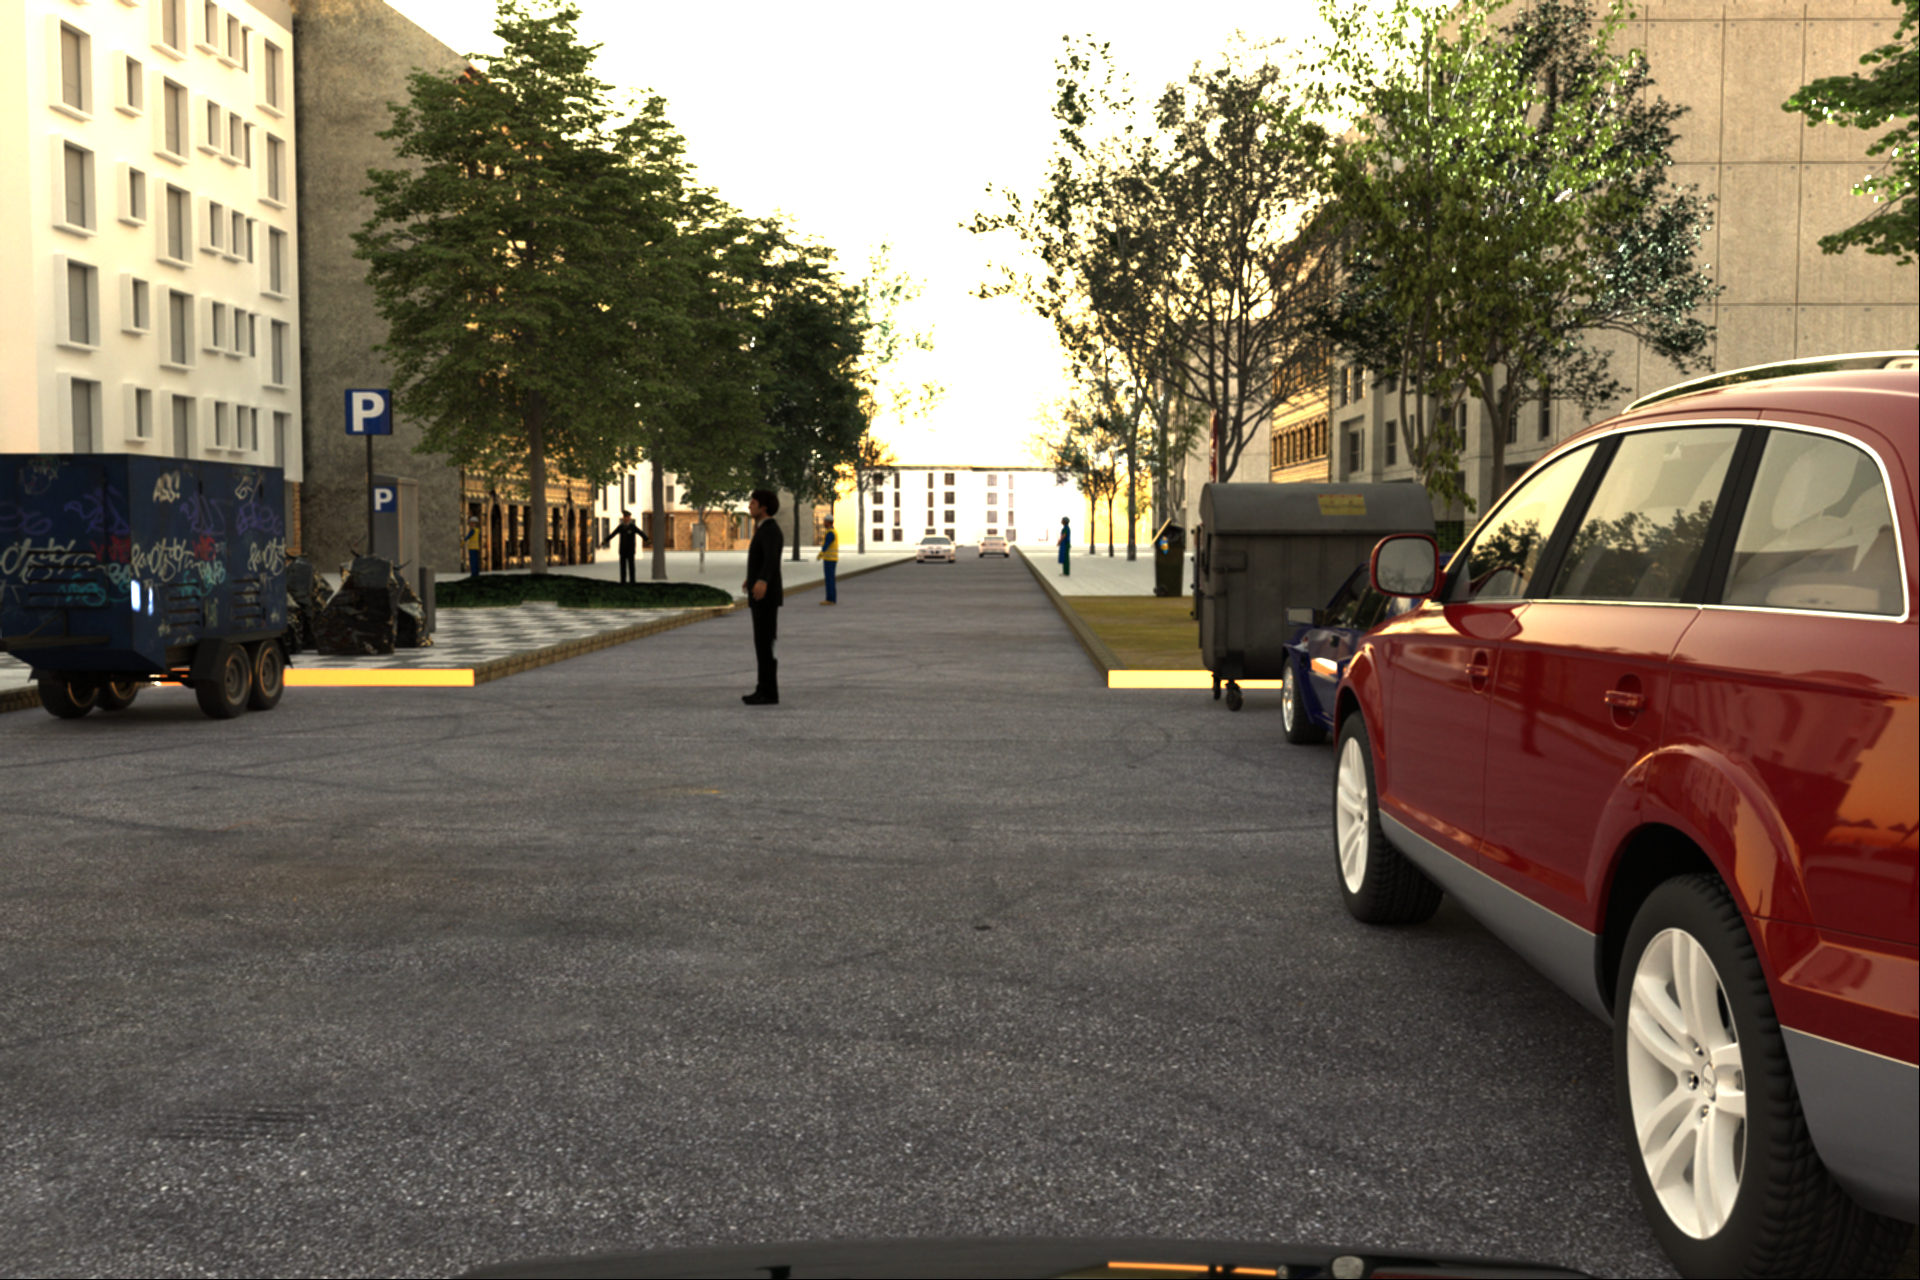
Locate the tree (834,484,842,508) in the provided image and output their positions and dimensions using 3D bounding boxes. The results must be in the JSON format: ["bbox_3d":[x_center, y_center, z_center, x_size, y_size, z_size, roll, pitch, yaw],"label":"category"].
[{"bbox_3d":[-16.265,-16.043,212.668,4.360,8.622,3.978,0,3,0],"label":"tree"}]

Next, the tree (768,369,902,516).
[{"bbox_3d":[-6.617,-9.682,92.716,7.601,10.594,8.767,-1,4,-21],"label":"tree"}]

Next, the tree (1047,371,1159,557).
[{"bbox_3d":[8.236,-9.960,97.266,7.601,10.594,8.767,-2,4,-30],"label":"tree"}]

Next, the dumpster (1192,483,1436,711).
[{"bbox_3d":[2.925,-0.382,14.456,1.865,1.857,1.264,0,4,1],"label":"dumpster"}]

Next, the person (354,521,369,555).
[{"bbox_3d":[-17.644,-2.794,51.874,1.347,1.806,0.705,2,4,35],"label":"person"}]

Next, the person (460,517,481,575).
[{"bbox_3d":[-13.820,-2.599,48.953,0.721,1.772,1.216,1,4,8],"label":"person"}]

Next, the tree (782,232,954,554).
[{"bbox_3d":[-6.450,-15.590,110.778,12.611,20.169,13.585,0,3,0],"label":"tree"}]

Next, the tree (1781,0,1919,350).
[{"bbox_3d":[12.190,-6.033,16.771,7.486,12.596,7.792,0,3,0],"label":"tree"}]

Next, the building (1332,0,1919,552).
[{"bbox_3d":[24.972,-11.996,62.598,16.747,18.905,31.486,0,4,1],"label":"building"}]

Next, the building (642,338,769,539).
[{"bbox_3d":[-24.760,-18.834,164.355,16.016,20.090,11.380,0,4,1],"label":"building"}]

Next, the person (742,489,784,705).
[{"bbox_3d":[-1.685,-0.369,14.678,0.705,1.806,1.347,-1,4,-11],"label":"person"}]

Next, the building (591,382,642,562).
[{"bbox_3d":[-20.960,-9.046,90.047,9.099,9.664,28.070,0,4,1],"label":"building"}]

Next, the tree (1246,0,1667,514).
[{"bbox_3d":[5.381,-4.212,19.222,4.737,8.622,4.395,0,3,0],"label":"tree"}]

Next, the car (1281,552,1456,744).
[{"bbox_3d":[3.063,0.118,10.655,1.945,1.354,3.894,0,4,1],"label":"car"}]

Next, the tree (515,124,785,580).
[{"bbox_3d":[-8.941,-7.983,48.641,7.486,12.596,7.792,0,3,0],"label":"tree"}]

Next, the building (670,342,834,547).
[{"bbox_3d":[-23.973,-21.795,187.272,19.493,23.208,18.063,0,4,2],"label":"building"}]

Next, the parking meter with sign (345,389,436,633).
[{"bbox_3d":[-7.084,-1.558,21.734,0.543,3.016,1.738,0,4,2],"label":"parking meter with sign"}]

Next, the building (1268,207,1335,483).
[{"bbox_3d":[26.765,-15.811,89.434,19.493,23.208,18.063,0,4,1],"label":"building"}]

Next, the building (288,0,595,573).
[{"bbox_3d":[-25.184,-14.314,64.966,19.493,23.208,18.063,0,4,1],"label":"building"}]

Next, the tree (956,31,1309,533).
[{"bbox_3d":[6.545,-12.906,66.901,12.611,20.169,13.585,0,3,0],"label":"tree"}]

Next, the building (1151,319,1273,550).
[{"bbox_3d":[26.489,-17.412,151.137,16.747,18.905,31.486,0,4,1],"label":"building"}]

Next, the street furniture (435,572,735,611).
[{"bbox_3d":[-8.388,-1.056,32.892,5.734,0.657,10.072,-2,4,-27],"label":"street furniture"}]

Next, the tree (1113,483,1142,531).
[{"bbox_3d":[20.886,-16.066,213.046,4.737,8.622,4.395,0,3,0],"label":"tree"}]

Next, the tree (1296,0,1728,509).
[{"bbox_3d":[9.266,-5.775,28.840,7.601,10.594,8.767,-1,4,-15],"label":"tree"}]

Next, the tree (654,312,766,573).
[{"bbox_3d":[-8.391,-6.477,56.260,4.737,8.622,4.395,0,3,0],"label":"tree"}]

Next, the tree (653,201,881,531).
[{"bbox_3d":[-7.650,-9.715,65.491,9.857,13.997,8.962,0,3,0],"label":"tree"}]

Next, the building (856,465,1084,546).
[{"bbox_3d":[1.211,-16.336,211.694,28.070,9.664,9.099,0,4,-3],"label":"building"}]

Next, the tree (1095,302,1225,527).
[{"bbox_3d":[6.920,-6.352,54.218,4.360,8.622,3.978,0,3,0],"label":"tree"}]

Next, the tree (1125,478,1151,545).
[{"bbox_3d":[21.791,-15.781,208.385,4.737,8.622,4.395,0,3,0],"label":"tree"}]

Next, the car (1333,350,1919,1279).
[{"bbox_3d":[2.411,0.239,4.760,2.281,1.827,5.304,0,4,1],"label":"car"}]

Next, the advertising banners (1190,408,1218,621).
[{"bbox_3d":[3.533,-1.767,25.075,0.090,3.025,2.074,0,4,0],"label":"advertising banners"}]

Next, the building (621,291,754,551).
[{"bbox_3d":[-23.000,-17.096,135.940,16.016,20.090,11.380,0,4,1],"label":"building"}]

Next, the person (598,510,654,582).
[{"bbox_3d":[-7.783,-2.111,40.445,1.347,1.837,0.705,1,4,8],"label":"person"}]

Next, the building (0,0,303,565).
[{"bbox_3d":[-26.316,-11.368,42.294,16.016,20.090,11.380,0,4,1],"label":"building"}]

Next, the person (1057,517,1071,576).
[{"bbox_3d":[3.187,-2.854,52.783,0.704,1.817,1.347,1,4,15],"label":"person"}]

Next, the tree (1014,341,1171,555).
[{"bbox_3d":[8.377,-12.101,108.218,12.009,13.543,11.850,0,3,0],"label":"tree"}]

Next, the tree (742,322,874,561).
[{"bbox_3d":[-7.663,-9.557,82.020,9.928,11.665,9.643,0,3,0],"label":"tree"}]

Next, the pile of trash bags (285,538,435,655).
[{"bbox_3d":[-6.974,-0.527,18.363,1.912,1.369,3.447,0,4,3],"label":"pile of trash bags"}]

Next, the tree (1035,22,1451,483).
[{"bbox_3d":[6.461,-8.027,41.610,12.009,13.543,11.850,0,3,0],"label":"tree"}]

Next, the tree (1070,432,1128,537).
[{"bbox_3d":[8.940,-10.301,118.778,4.360,8.622,3.978,0,3,0],"label":"tree"}]

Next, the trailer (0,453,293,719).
[{"bbox_3d":[-6.340,-0.367,13.042,1.471,1.999,3.904,0,4,1],"label":"trailer"}]

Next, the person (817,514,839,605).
[{"bbox_3d":[-2.672,-1.633,35.127,0.705,1.833,1.349,0,4,6],"label":"person"}]

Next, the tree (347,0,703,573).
[{"bbox_3d":[-9.164,-7.268,36.961,7.486,12.596,7.792,0,3,0],"label":"tree"}]

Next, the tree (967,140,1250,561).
[{"bbox_3d":[7.192,-13.954,84.037,12.611,20.169,13.585,0,3,0],"label":"tree"}]

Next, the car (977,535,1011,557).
[{"bbox_3d":[2.106,-5.808,107.327,2.083,1.381,4.827,0,4,1],"label":"car"}]

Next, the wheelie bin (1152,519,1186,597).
[{"bbox_3d":[4.290,-1.687,35.487,0.693,1.594,0.980,0,4,2],"label":"wheelie bin"}]

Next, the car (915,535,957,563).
[{"bbox_3d":[-1.201,-4.588,87.374,2.083,1.381,4.827,0,4,1],"label":"car"}]
